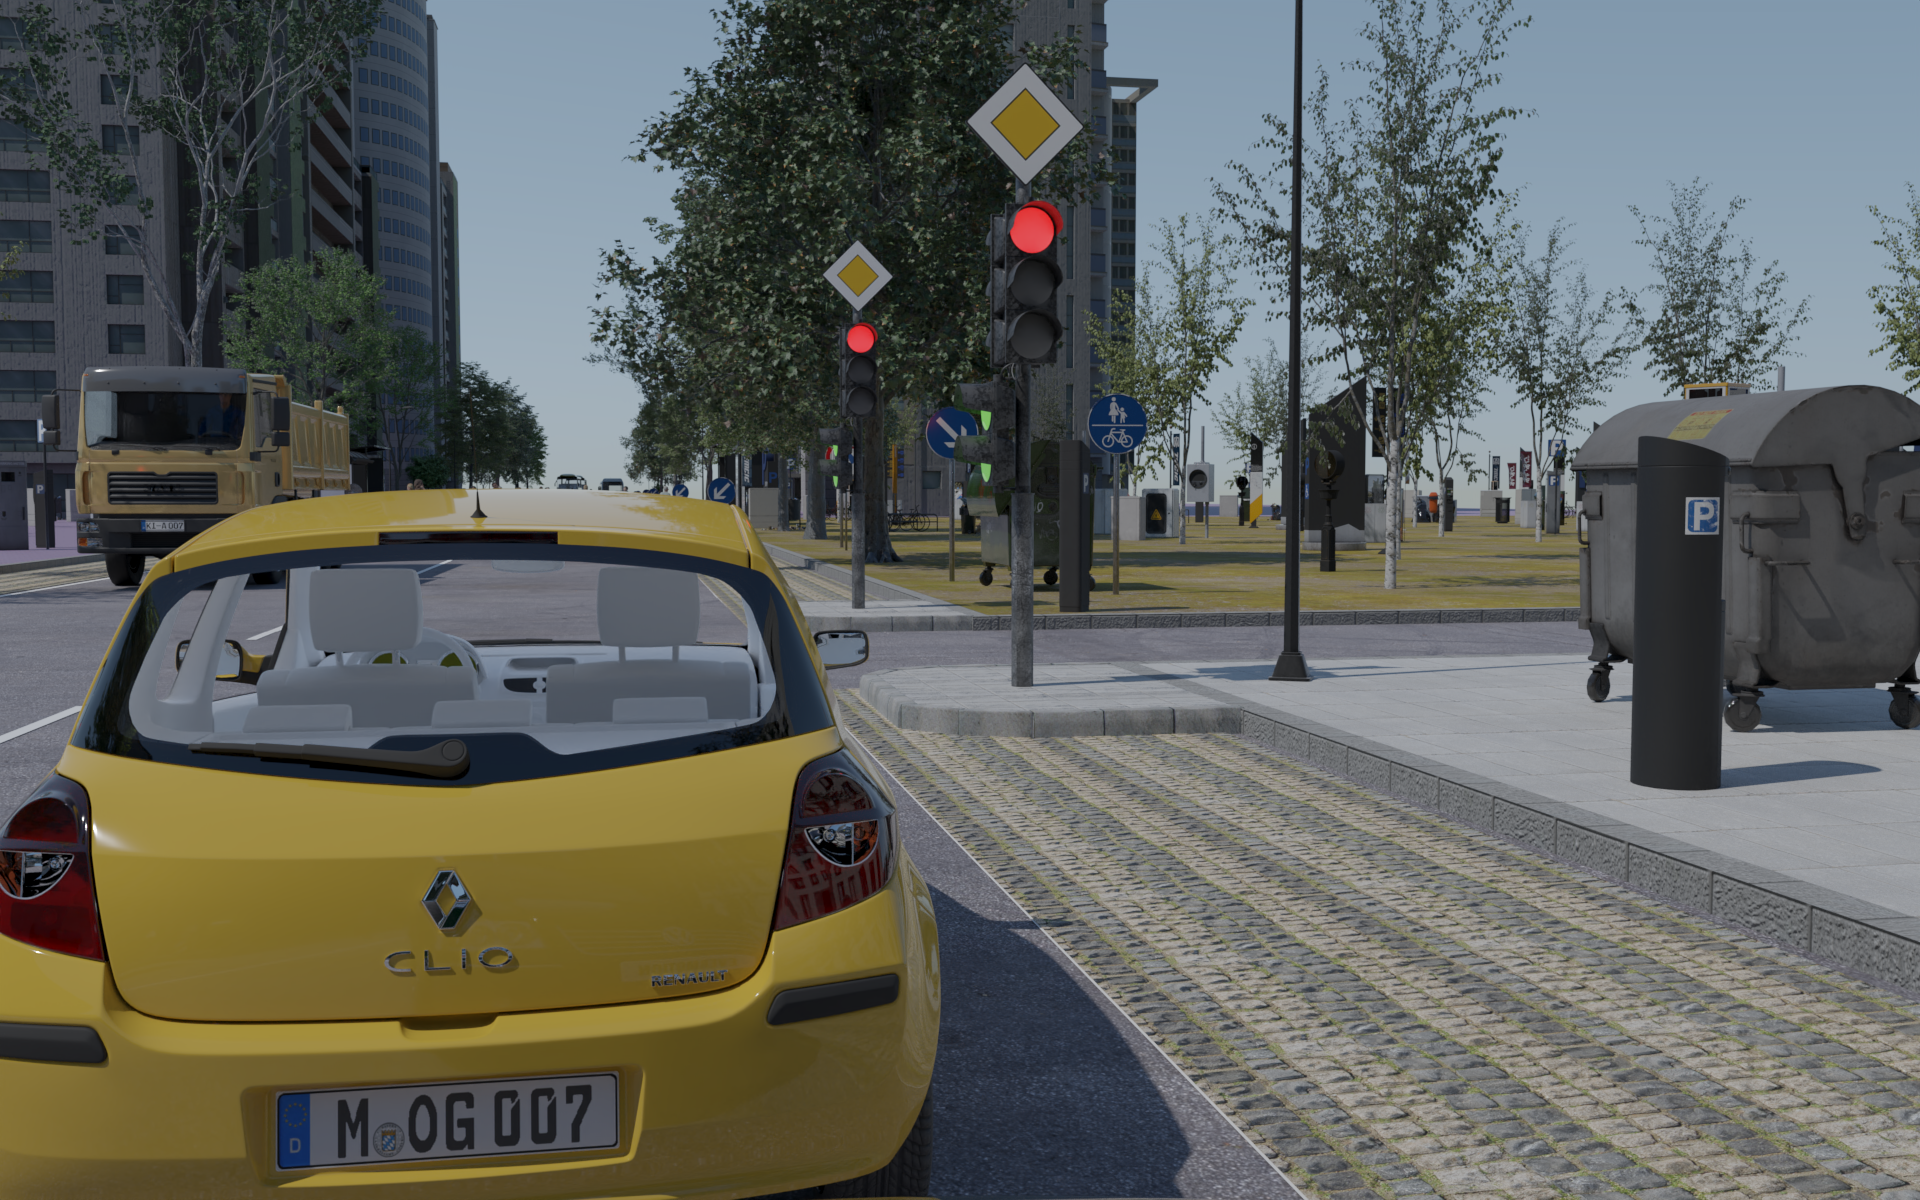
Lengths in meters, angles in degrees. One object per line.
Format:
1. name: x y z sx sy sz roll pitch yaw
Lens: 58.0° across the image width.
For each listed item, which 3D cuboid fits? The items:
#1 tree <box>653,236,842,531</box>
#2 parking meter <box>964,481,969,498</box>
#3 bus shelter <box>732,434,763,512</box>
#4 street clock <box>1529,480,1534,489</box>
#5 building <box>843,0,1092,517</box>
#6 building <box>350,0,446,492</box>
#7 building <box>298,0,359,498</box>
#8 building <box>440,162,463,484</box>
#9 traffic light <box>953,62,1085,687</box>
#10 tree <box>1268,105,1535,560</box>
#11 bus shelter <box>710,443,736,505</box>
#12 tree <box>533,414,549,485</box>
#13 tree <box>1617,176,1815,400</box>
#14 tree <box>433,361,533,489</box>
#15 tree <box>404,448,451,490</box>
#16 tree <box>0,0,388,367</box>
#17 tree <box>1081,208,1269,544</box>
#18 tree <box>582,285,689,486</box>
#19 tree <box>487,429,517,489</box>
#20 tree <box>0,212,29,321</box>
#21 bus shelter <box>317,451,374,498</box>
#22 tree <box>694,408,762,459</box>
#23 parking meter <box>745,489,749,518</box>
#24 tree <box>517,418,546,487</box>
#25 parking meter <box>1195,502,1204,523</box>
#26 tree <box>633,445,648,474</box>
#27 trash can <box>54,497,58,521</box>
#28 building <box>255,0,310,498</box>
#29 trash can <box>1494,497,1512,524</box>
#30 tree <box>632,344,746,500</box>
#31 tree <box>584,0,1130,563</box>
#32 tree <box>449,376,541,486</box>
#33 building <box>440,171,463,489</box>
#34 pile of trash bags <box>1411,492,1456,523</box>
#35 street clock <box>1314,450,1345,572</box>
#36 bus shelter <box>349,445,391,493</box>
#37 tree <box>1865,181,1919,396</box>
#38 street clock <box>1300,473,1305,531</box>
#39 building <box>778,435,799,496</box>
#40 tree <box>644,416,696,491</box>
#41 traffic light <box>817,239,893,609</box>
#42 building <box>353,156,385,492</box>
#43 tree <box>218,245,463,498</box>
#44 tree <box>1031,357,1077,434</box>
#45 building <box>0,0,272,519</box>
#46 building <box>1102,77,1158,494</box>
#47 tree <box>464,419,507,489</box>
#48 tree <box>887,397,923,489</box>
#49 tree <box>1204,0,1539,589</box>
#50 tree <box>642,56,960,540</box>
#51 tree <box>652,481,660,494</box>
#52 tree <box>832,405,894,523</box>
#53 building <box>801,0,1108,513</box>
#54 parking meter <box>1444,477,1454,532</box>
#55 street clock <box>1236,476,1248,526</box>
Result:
1. tree: -6.408 -8.613 58.957 7.486 12.596 7.792 0 3 0
2. parking meter: 0.352 -4.349 76.823 0.255 1.863 0.399 2 4 32
3. bus shelter: -8.758 -5.956 75.009 2.179 5.291 8.768 -1 4 -11
4. street clock: 29.093 -5.121 88.291 0.358 2.002 0.471 1 4 14
5. building: -0.574 -25.701 103.799 14.154 41.232 14.086 -1 4 -11
6. building: -69.253 -39.648 190.247 21.231 58.520 28.212 -1 4 -11
7. building: -56.497 -30.672 125.185 21.300 48.544 21.600 -1 4 -11
8. building: -73.110 -35.256 226.551 14.600 45.320 14.200 -1 4 -11
9. traffic light: 0.397 -1.378 11.456 0.839 4.253 0.868 -1 4 -11
10. tree: 8.779 -5.090 33.582 4.737 8.622 4.395 0 3 0
11. bus shelter: -10.913 -5.601 82.864 1.731 3.624 6.357 -1 4 -11
12. tree: -59.659 -19.531 237.461 7.486 12.596 7.792 0 3 0
13. tree: 17.240 -5.487 40.070 4.360 8.622 3.978 0 3 0
14. tree: -41.416 -14.046 147.771 7.486 12.596 7.792 0 3 0
15. tree: -37.478 -8.465 122.116 4.285 4.588 4.351 0 3 0
16. tree: -23.912 -11.931 50.954 12.611 20.169 13.585 0 3 0
17. tree: 5.531 -5.750 44.383 4.737 8.622 4.395 0 3 0
18. tree: -26.465 -18.141 152.494 12.611 20.169 13.585 0 3 0
19. tree: -32.790 -10.702 100.741 9.928 11.665 9.643 0 3 0
20. tree: -18.571 -4.845 29.578 4.737 8.622 4.395 0 3 0
21. bus shelter: -28.464 -5.264 79.998 2.014 3.302 5.546 -1 4 -11
22. tree: -12.082 -8.576 90.572 4.737 8.622 4.395 0 3 0
23. parking meter: -8.529 -3.774 70.116 0.372 1.533 0.369 0 3 0
24. tree: -58.519 -18.463 227.623 9.928 11.665 9.643 0 3 0
25. parking meter: 10.786 -4.412 77.851 0.399 1.863 0.255 1 4 15
26. tree: -41.296 -19.046 237.155 9.928 11.665 9.643 0 3 0
27. trash can: -40.698 -4.017 77.339 0.748 1.137 0.748 0 3 0
28. building: -49.656 -25.995 108.605 14.154 41.232 14.086 -1 4 -11
29. trash can: 23.666 -3.906 75.524 0.748 1.137 0.748 0 3 0
30. tree: -14.620 -10.088 99.347 8.767 10.594 7.601 0 4 -6
31. tree: -1.626 -7.050 32.273 9.611 12.733 9.660 0 3 0
32. tree: -49.988 -17.115 186.491 9.857 13.997 8.962 0 3 0
33. building: -69.209 -32.337 212.302 14.154 41.232 14.086 -1 4 -11
34. pile of trash bags: 21.146 -4.134 77.351 1.912 1.369 3.447 1 4 14
35. street clock: 6.085 -1.469 28.586 0.358 2.002 0.471 -3 5 -40
36. bus shelter: -29.598 -5.805 86.196 1.731 3.624 6.357 -1 4 -11
37. tree: 22.978 -5.500 40.295 4.737 8.622 4.395 0 3 0
38. street clock: 11.712 -3.362 59.536 0.358 2.002 0.471 -1 4 -12
39. building: -17.008 -36.364 214.158 23.786 49.044 30.456 -1 4 -11
40. tree: -22.150 -11.339 135.761 4.360 8.622 3.978 0 3 0
41. traffic light: -1.157 -1.857 19.289 0.839 4.253 0.868 -1 4 -11
42. building: -56.468 -22.800 144.483 14.160 30.474 14.107 -1 4 -11
43. tree: -26.683 -8.913 71.483 9.928 11.665 9.643 0 3 0
44. tree: 4.468 -8.744 93.334 4.360 8.622 3.978 0 3 0
45. building: -46.275 -19.767 94.892 14.160 30.474 14.107 -1 4 -11
46. building: -1.402 -28.187 152.746 32.217 40.220 23.993 -1 4 -11
47. tree: -43.161 -12.637 156.974 4.360 8.622 3.978 0 3 0
48. tree: -4.140 -8.734 93.169 4.737 8.622 4.395 0 3 0
49. tree: 5.741 -4.471 23.470 4.360 8.622 3.978 0 3 0
50. tree: -4.109 -8.694 48.797 9.857 13.997 8.962 0 3 0
51. tree: -39.283 -14.099 225.113 1.663 3.219 1.824 0 3 0
52. tree: -5.183 -7.753 77.126 4.360 8.622 3.978 0 3 0
53. building: -1.088 -35.678 125.328 21.231 58.520 28.212 -1 4 -11
54. parking meter: 16.683 -3.269 59.153 0.255 1.863 0.399 0 4 3
55. street clock: 11.299 -3.968 69.449 0.471 2.002 0.358 0 4 -4
